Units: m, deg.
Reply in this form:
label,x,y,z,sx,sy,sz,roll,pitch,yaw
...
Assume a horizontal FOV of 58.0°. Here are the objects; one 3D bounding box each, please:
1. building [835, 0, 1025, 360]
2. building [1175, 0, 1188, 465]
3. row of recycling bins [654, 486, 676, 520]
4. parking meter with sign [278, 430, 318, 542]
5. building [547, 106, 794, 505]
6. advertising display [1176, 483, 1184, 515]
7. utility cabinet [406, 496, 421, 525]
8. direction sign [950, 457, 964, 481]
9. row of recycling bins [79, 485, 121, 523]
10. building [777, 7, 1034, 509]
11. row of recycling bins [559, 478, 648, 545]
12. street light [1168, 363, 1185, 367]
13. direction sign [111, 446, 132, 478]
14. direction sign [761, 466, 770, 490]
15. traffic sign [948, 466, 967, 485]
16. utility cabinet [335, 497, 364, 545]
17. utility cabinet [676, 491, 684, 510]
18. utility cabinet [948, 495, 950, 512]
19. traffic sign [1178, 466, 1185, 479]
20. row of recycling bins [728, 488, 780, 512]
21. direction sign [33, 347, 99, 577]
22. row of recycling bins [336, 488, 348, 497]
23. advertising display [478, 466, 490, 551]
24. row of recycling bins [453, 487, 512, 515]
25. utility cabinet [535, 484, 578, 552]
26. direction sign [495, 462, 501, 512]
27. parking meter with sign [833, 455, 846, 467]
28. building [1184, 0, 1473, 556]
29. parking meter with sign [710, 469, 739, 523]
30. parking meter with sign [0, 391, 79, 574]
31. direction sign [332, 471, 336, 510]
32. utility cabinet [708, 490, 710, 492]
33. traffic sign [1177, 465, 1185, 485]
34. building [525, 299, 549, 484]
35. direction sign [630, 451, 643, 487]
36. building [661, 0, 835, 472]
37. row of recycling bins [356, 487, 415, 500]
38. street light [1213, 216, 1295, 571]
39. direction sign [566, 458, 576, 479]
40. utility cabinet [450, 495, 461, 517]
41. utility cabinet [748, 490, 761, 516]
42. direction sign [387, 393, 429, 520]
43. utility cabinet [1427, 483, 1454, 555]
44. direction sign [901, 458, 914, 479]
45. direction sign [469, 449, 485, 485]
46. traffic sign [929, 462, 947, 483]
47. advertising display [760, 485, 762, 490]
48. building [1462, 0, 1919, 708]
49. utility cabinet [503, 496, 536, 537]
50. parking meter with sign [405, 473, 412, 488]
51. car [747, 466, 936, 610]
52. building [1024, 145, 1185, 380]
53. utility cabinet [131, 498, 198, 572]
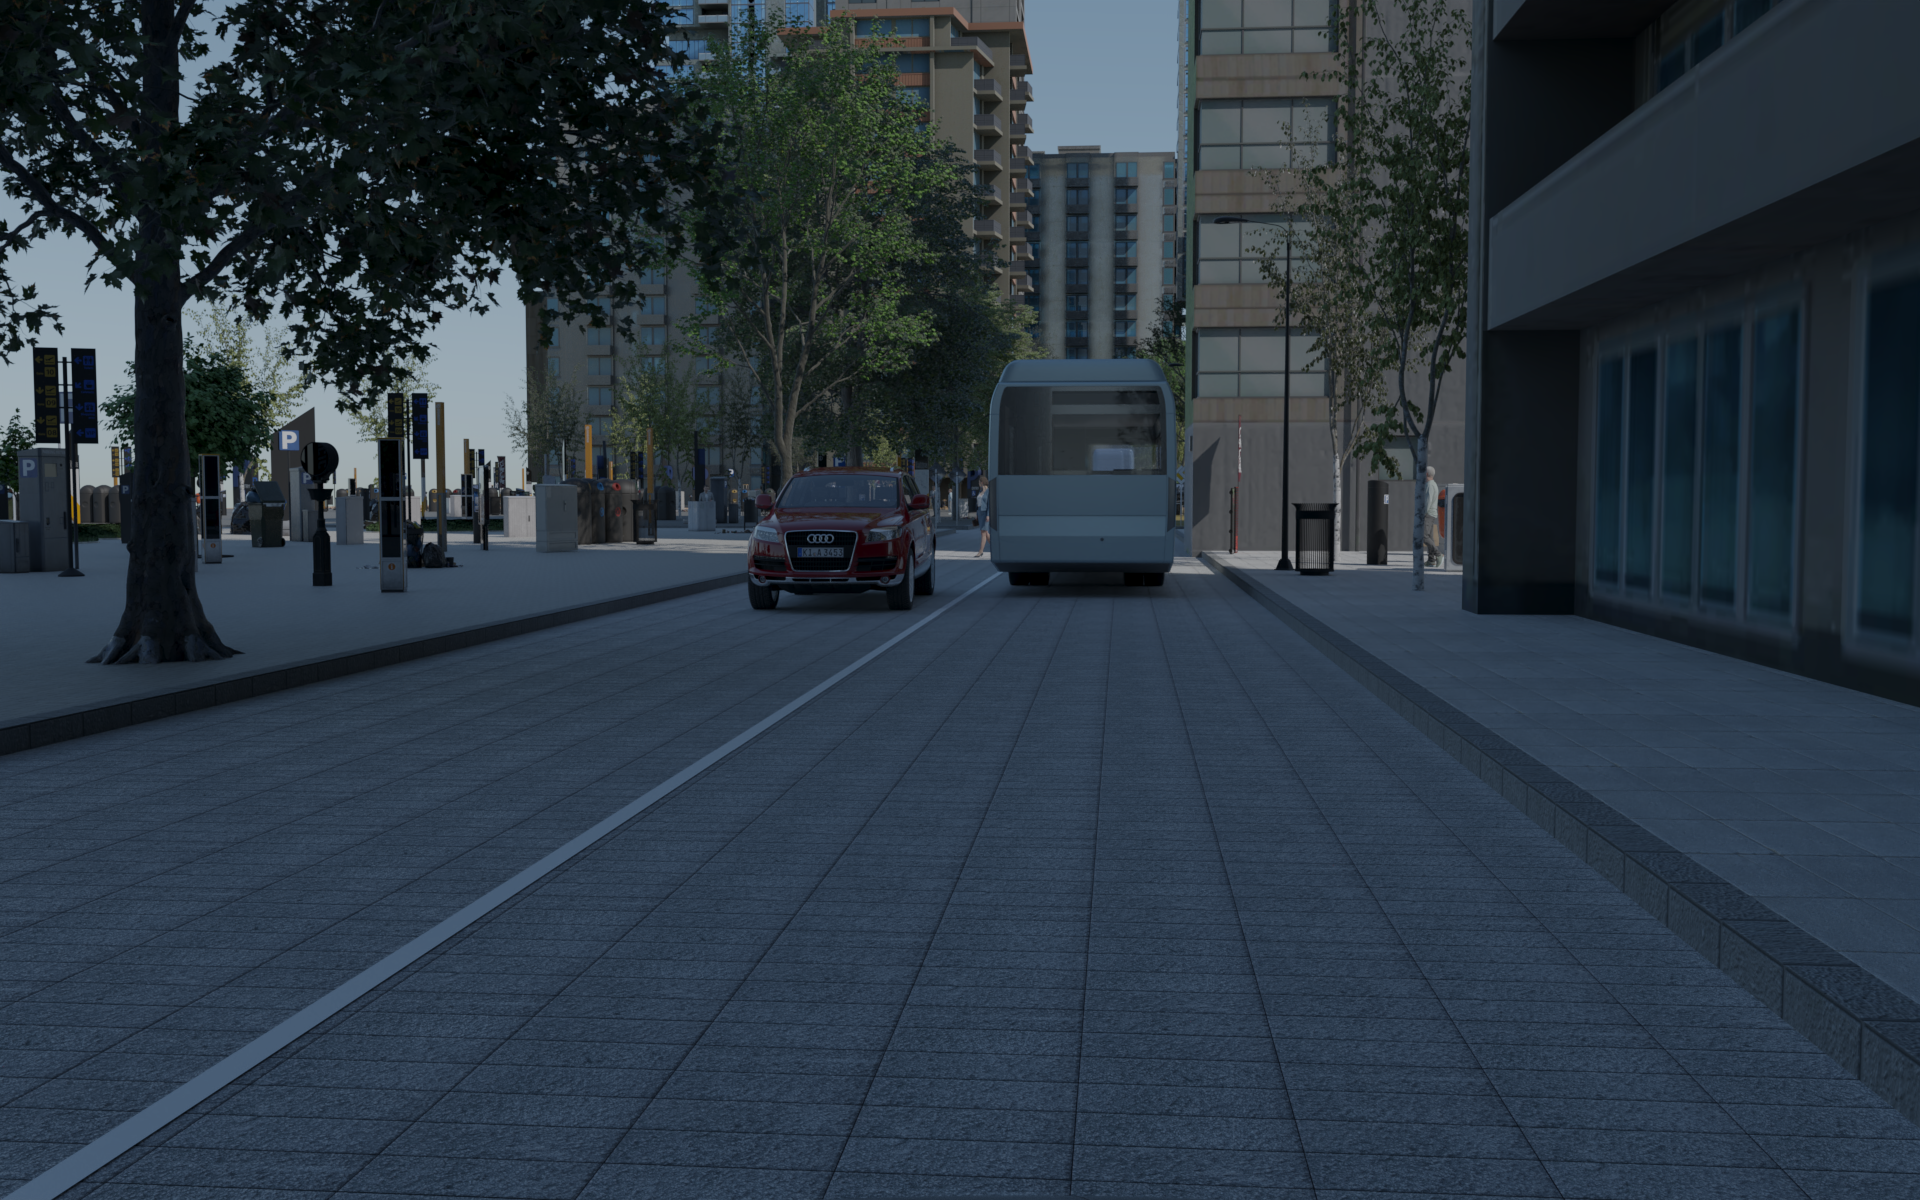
label,x,y,z,sx,sy,sz,roll,pitch,yaw
building,-1.427,-45.614,184.048,20.563,71.187,20.611,0,4,5
building,34.194,-54.326,200.906,22.319,86.520,31.000,0,4,5
row of recycling bins,-15.039,-4.852,86.445,1.069,1.692,3.534,-2,4,-25
parking meter with sign,-17.775,-3.089,46.767,0.543,3.016,1.738,-3,5,-43
building,-34.805,-36.245,212.211,30.456,49.044,23.786,0,4,5
advertising display,13.271,-6.148,105.729,0.974,1.923,0.123,2,4,35
utility cabinet,-15.733,-2.302,48.795,0.306,1.237,1.020,3,5,44
direction sign,-0.185,-6.775,102.771,0.876,3.537,0.379,2,4,27
row of recycling bins,-37.538,-4.262,76.798,3.534,1.692,1.069,1,4,17
building,-4.628,-30.929,160.316,22.147,44.769,28.867,0,4,5
row of recycling bins,-9.462,-2.331,45.218,1.069,1.692,3.534,1,4,15
street light,8.080,-5.442,61.525,1.470,5.913,1.316,0,4,5
direction sign,-39.714,-5.512,82.110,0.876,3.537,0.379,-1,4,-21
direction sign,-15.489,-8.929,137.992,0.876,3.537,0.379,2,4,35
traffic sign,-0.134,-4.181,70.547,0.795,2.593,0.064,0,4,5
utility cabinet,-15.577,-2.020,44.191,0.306,1.237,1.020,0,4,5
utility cabinet,-22.628,-7.995,139.404,0.318,1.500,1.173,-3,5,-41
utility cabinet,-0.543,-7.006,125.710,0.306,1.237,1.020,-1,4,-19
traffic sign,8.176,-3.642,61.733,0.795,2.593,0.064,0,4,5
row of recycling bins,-15.140,-7.252,125.677,3.534,1.692,1.069,1,4,9
direction sign,-13.841,-2.133,26.869,0.876,3.537,0.379,-1,4,-18
row of recycling bins,-45.393,-7.482,129.450,1.069,1.692,3.534,1,4,16
advertising display,-10.894,-2.104,39.620,0.123,1.923,0.974,-1,4,-23
row of recycling bins,-29.458,-6.148,107.631,3.534,1.692,1.069,0,4,7
utility cabinet,-8.941,-1.821,38.451,0.318,1.500,1.173,1,4,22
direction sign,-32.091,-7.869,120.647,0.876,3.537,0.379,3,4,39
parking meter with sign,-5.248,-4.875,75.969,0.543,3.016,1.738,0,4,-7
building,12.861,-22.041,43.972,14.154,41.232,14.086,0,4,5
parking meter with sign,-10.577,-4.872,75.912,1.738,3.016,0.543,1,4,14
parking meter with sign,-15.220,-1.983,28.688,0.543,3.016,1.738,1,4,9
direction sign,-49.636,-8.896,137.446,0.379,3.537,0.876,-3,4,-36
utility cabinet,-13.744,-5.366,96.416,1.173,1.500,0.318,0,4,-3
traffic sign,8.919,-4.128,69.684,0.795,2.593,0.064,0,4,5
building,-52.624,-28.804,242.650,14.107,30.474,14.160,0,4,5
direction sign,-17.233,-6.141,92.404,0.379,3.537,0.876,3,5,39
building,-29.767,-56.910,243.144,31.000,86.520,22.319,0,4,5
row of recycling bins,-34.289,-5.872,103.117,3.534,1.692,1.069,-1,4,-10
street light,4.937,-3.458,29.088,1.470,5.913,1.316,0,4,5
direction sign,-23.883,-6.971,105.978,0.876,3.537,0.379,1,4,20
utility cabinet,-28.730,-5.370,98.967,0.306,1.237,1.020,1,4,15
utility cabinet,-11.861,-5.577,99.858,0.318,1.500,1.173,-2,4,-30
direction sign,-12.339,-2.861,38.782,0.876,3.537,0.379,0,4,-5
utility cabinet,10.200,-1.689,36.289,0.318,1.500,1.173,-1,4,-10
direction sign,-3.186,-7.209,109.862,0.379,3.537,0.876,2,4,32
direction sign,-24.166,-5.790,86.662,0.876,3.537,0.379,-3,5,-44
traffic sign,-0.877,-3.695,62.596,0.795,2.593,0.064,0,4,5
advertising display,-14.968,-7.652,130.326,0.123,1.923,0.974,0,4,-7
building,15.216,-23.405,6.381,21.300,48.544,21.600,0,4,5
utility cabinet,-13.077,-2.473,51.596,0.306,1.237,1.020,3,5,43
parking meter with sign,-45.395,-8.933,142.323,0.543,3.016,1.738,-3,5,-40
car,-1.479,-0.886,23.153,2.281,1.827,5.304,0,4,4
building,16.438,-37.986,240.687,30.456,49.044,23.786,0,4,5
utility cabinet,-12.917,-1.038,28.139,0.306,1.237,1.020,2,4,26
